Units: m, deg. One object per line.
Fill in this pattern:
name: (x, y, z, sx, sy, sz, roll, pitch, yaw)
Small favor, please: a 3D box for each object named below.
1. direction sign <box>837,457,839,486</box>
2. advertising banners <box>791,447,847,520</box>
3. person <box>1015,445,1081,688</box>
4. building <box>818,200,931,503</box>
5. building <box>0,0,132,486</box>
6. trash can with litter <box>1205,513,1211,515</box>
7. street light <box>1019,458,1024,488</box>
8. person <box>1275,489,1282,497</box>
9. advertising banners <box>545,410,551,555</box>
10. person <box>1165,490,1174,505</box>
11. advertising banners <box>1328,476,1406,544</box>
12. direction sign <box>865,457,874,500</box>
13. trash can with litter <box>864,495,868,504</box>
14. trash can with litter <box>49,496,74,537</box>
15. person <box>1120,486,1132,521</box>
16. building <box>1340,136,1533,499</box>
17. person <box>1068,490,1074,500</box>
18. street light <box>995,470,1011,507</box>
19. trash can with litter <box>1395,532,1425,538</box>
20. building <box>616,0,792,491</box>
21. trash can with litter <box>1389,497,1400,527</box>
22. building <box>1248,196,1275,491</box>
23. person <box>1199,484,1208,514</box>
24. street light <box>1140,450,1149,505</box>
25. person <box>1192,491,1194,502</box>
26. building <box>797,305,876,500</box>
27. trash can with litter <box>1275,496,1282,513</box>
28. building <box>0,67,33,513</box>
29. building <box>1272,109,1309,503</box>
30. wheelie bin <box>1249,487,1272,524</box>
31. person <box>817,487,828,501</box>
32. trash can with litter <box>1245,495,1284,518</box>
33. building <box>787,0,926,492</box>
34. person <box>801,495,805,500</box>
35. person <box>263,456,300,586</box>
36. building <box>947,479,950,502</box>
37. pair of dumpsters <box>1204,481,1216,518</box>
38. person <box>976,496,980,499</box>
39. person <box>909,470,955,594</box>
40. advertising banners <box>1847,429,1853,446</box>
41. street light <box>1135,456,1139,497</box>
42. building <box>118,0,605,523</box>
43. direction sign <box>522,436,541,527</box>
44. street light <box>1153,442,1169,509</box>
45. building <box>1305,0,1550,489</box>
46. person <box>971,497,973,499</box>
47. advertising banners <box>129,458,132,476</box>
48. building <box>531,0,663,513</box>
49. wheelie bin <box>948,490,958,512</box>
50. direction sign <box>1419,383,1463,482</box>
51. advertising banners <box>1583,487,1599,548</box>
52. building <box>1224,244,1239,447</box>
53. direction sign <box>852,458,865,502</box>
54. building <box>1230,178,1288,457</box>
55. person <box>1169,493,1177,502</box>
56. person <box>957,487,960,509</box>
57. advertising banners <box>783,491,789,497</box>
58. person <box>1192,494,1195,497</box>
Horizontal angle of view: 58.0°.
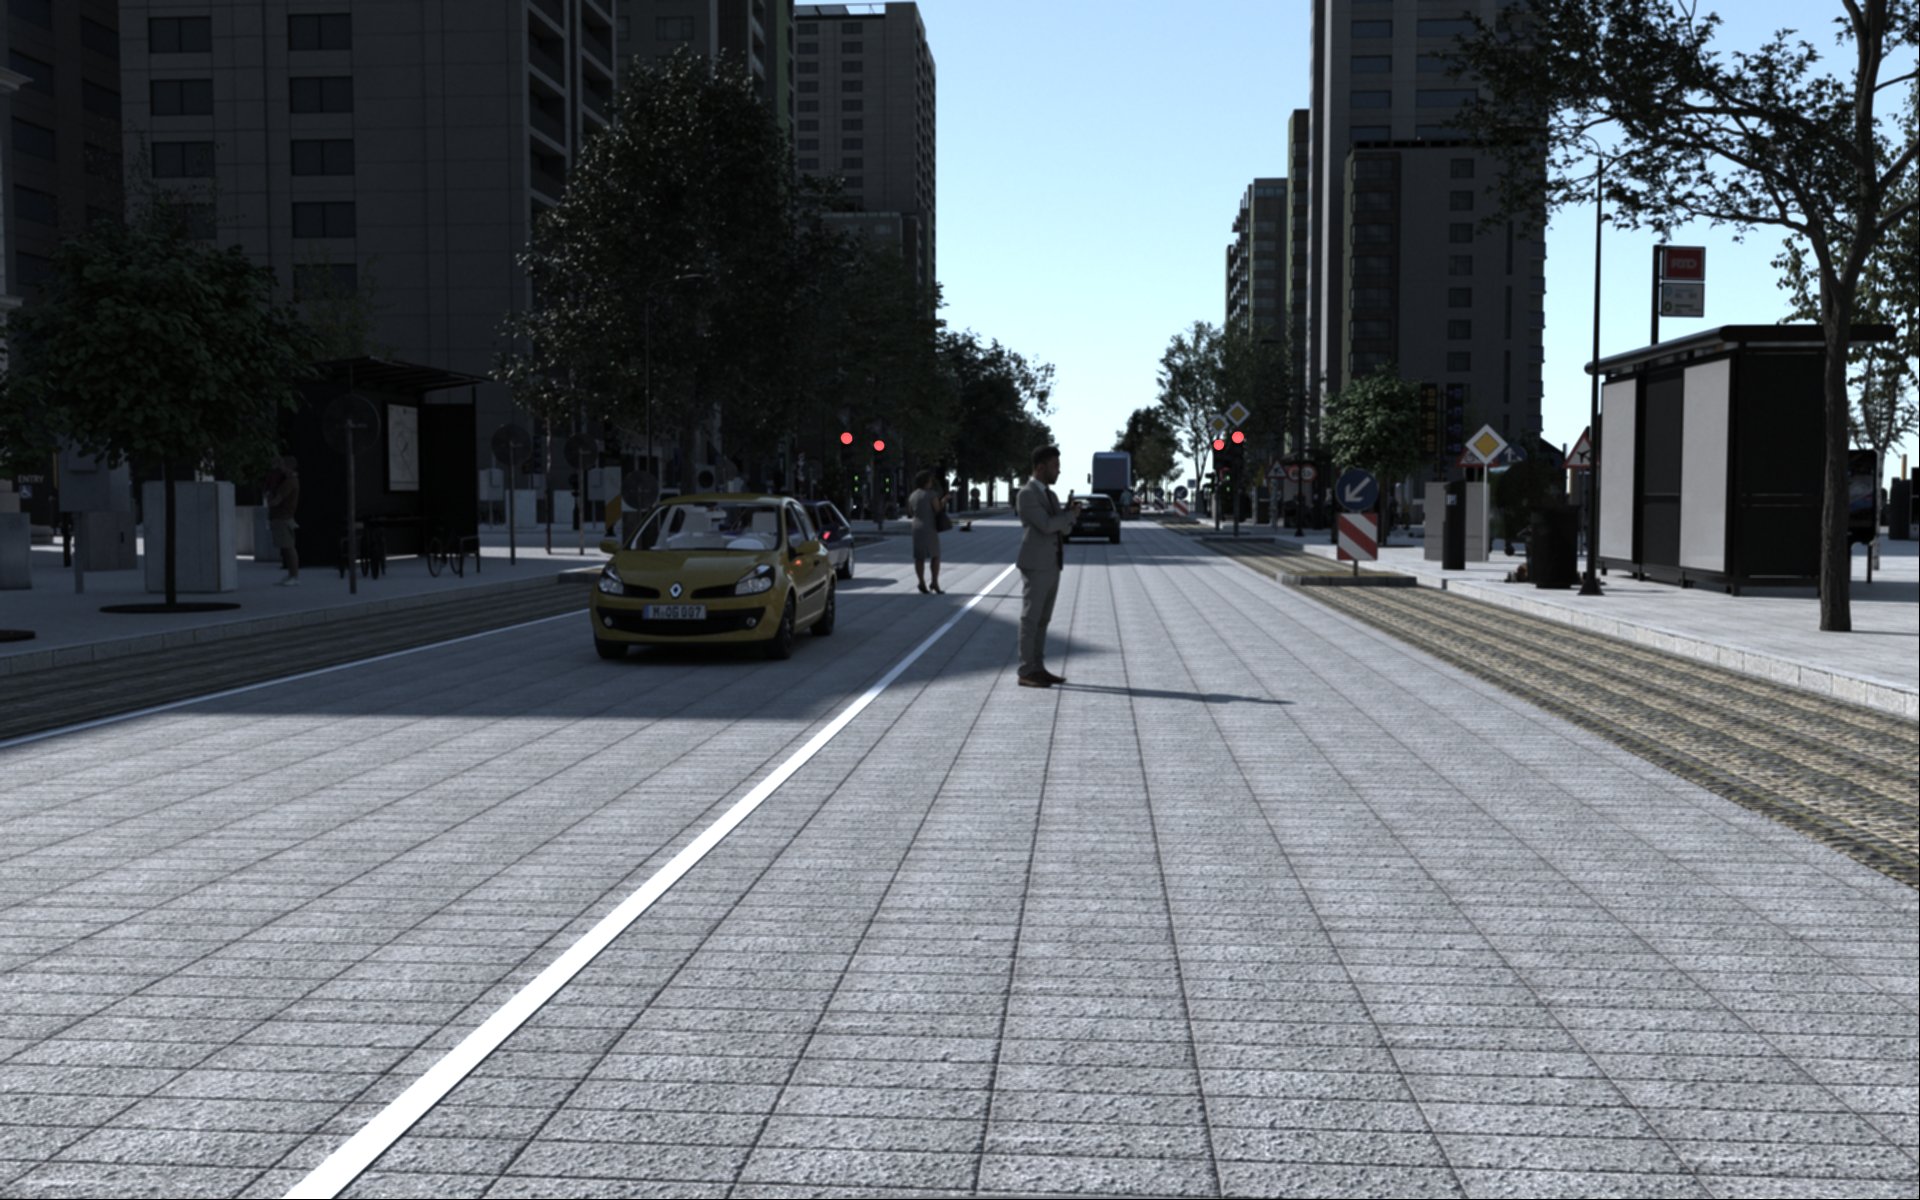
direction sign: (-6.845, -6.447, 97.406, 0.379, 3.537, 0.876, -1, 4, -11)
advertising banners: (-5.218, -4.164, 64.272, 2.074, 3.025, 0.090, 1, 4, 22)
person: (0.665, -0.261, 12.951, 0.466, 1.800, 0.511, 1, 4, 11)
building: (-11.660, -34.124, 241.517, 14.154, 41.232, 14.086, 0, 4, 4)
building: (-55.801, -33.317, 86.728, 28.212, 58.520, 21.231, 0, 4, 4)
trash can with litter: (15.499, -5.788, 105.688, 2.233, 1.210, 1.678, -3, 5, -42)
street light: (6.322, -13.757, 197.466, 1.470, 5.913, 1.316, 0, 4, 4)
person: (33.525, -10.706, 181.075, 1.348, 1.826, 0.705, 1, 4, 14)
advertising banners: (-8.773, -2.489, 36.890, 0.090, 3.025, 2.074, -1, 4, -15)
person: (24.742, -12.113, 204.226, 1.348, 1.807, 0.705, -2, 4, -26)
advertising banners: (10.556, -2.963, 44.635, 2.074, 3.025, 0.090, 1, 4, 12)
direction sign: (-4.331, -5.791, 86.676, 0.379, 3.537, 0.876, -1, 4, -17)
trash can with litter: (-5.153, -5.063, 93.840, 1.678, 1.210, 2.233, -1, 4, -10)
trash can with litter: (-27.344, -2.520, 52.255, 2.233, 1.210, 1.678, 2, 4, 32)
person: (8.801, -5.120, 92.066, 0.638, 1.841, 0.748, 2, 4, 31)
building: (38.625, -22.763, 143.874, 14.160, 30.474, 14.107, 0, 4, 4)
person: (7.105, -6.223, 111.088, 0.643, 1.720, 0.563, -2, 4, -27)
street light: (4.049, -11.977, 168.364, 1.470, 5.913, 1.316, 0, 4, 4)
trash can with litter: (13.816, -2.438, 50.912, 1.678, 1.210, 2.233, -2, 4, -33)
building: (-20.046, -26.797, 121.720, 14.154, 41.232, 14.086, 0, 4, 4)
trash can with litter: (16.268, -3.351, 66.168, 1.055, 1.170, 0.624, -2, 4, -35)
building: (46.809, -33.972, 239.029, 14.154, 41.232, 14.086, 0, 4, 4)
person: (15.701, -6.475, 111.264, 0.648, 1.900, 0.474, -3, 4, -39)
street light: (19.815, -12.774, 181.388, 1.470, 5.913, 1.316, 0, 4, 4)
person: (36.477, -16.219, 272.051, 0.721, 1.723, 1.217, 2, 4, 29)
building: (-23.889, -20.144, 174.392, 27.650, 21.520, 28.899, 0, 4, 4)
trash can with litter: (19.637, -5.854, 107.102, 1.055, 1.170, 0.624, -2, 4, -24)
building: (-33.267, -15.073, 33.839, 23.554, 28.519, 14.401, 0, 4, 4)
building: (42.082, -30.776, 186.774, 14.154, 41.232, 14.086, 0, 4, 4)
wheelie bin: (12.750, -4.024, 73.698, 0.980, 1.594, 0.693, -1, 4, -21)
person: (-6.254, -4.438, 79.279, 0.731, 1.740, 0.598, -3, 5, -43)
trash can with litter: (18.067, -5.700, 104.257, 2.233, 1.210, 1.678, 0, 4, -1)
building: (-13.460, -50.156, 258.300, 20.563, 71.187, 20.611, 0, 4, 4)
person: (-7.985, -4.699, 87.540, 0.373, 1.253, 0.362, 0, 4, 5)
person: (-9.497, -1.121, 24.342, 0.580, 1.828, 0.573, 1, 4, 16)
building: (-12.265, -51.470, 279.785, 20.563, 71.187, 20.611, 0, 4, 4)
pair of dumpsters: (14.014, -5.532, 92.947, 1.574, 2.255, 4.437, 0, 4, 5)
person: (1.735, -10.772, 183.096, 0.756, 1.711, 0.436, 2, 4, 34)
person: (-0.372, -0.985, 24.967, 0.716, 1.782, 0.532, 3, 4, 37)
advertising banners: (23.007, -3.043, 45.949, 2.074, 3.025, 0.090, -2, 4, -29)
street light: (22.180, -14.553, 210.483, 1.470, 5.913, 1.316, 0, 4, 4)
building: (-26.084, -39.544, 84.804, 20.563, 71.187, 20.611, 0, 4, 4)
direction sign: (-16.629, -4.604, 67.274, 0.379, 3.537, 0.876, 3, 5, 41)
street light: (17.638, -10.993, 152.279, 1.470, 5.913, 1.316, 0, 4, 4)
building: (43.730, -38.053, 164.163, 21.231, 58.520, 28.212, 0, 4, 4)
person: (2.031, -16.656, 279.832, 0.593, 1.643, 0.415, 2, 4, 24)
advertising banners: (-40.995, -5.364, 83.891, 2.074, 3.025, 0.090, -3, 5, -39)
building: (-22.702, -43.343, 146.913, 20.563, 71.187, 20.611, 0, 4, 4)
wheelie bin: (-0.469, -6.955, 121.615, 0.693, 1.594, 0.980, 1, 4, 15)
direction sign: (9.833, -2.658, 35.460, 0.876, 3.537, 0.379, 0, 4, 1)
advertising banners: (14.911, -2.694, 40.236, 0.090, 3.025, 2.074, 0, 4, 1)
building: (50.324, -36.722, 283.996, 14.154, 41.232, 14.086, 0, 4, 4)
direction sign: (-5.276, -6.023, 90.466, 0.876, 3.537, 0.379, 2, 4, 30)
building: (52.584, -39.246, 261.286, 23.786, 49.044, 30.456, 0, 4, 4)
person: (21.022, -9.945, 169.430, 1.217, 1.735, 0.721, 3, 5, 40)
person: (-0.038, -7.757, 133.051, 0.537, 1.800, 0.526, 3, 4, 36)
advertising banners: (-8.459, -5.390, 84.314, 2.074, 3.025, 0.090, -1, 4, -11)
person: (24.544, -10.611, 180.222, 0.721, 1.739, 1.217, -2, 4, -29)
